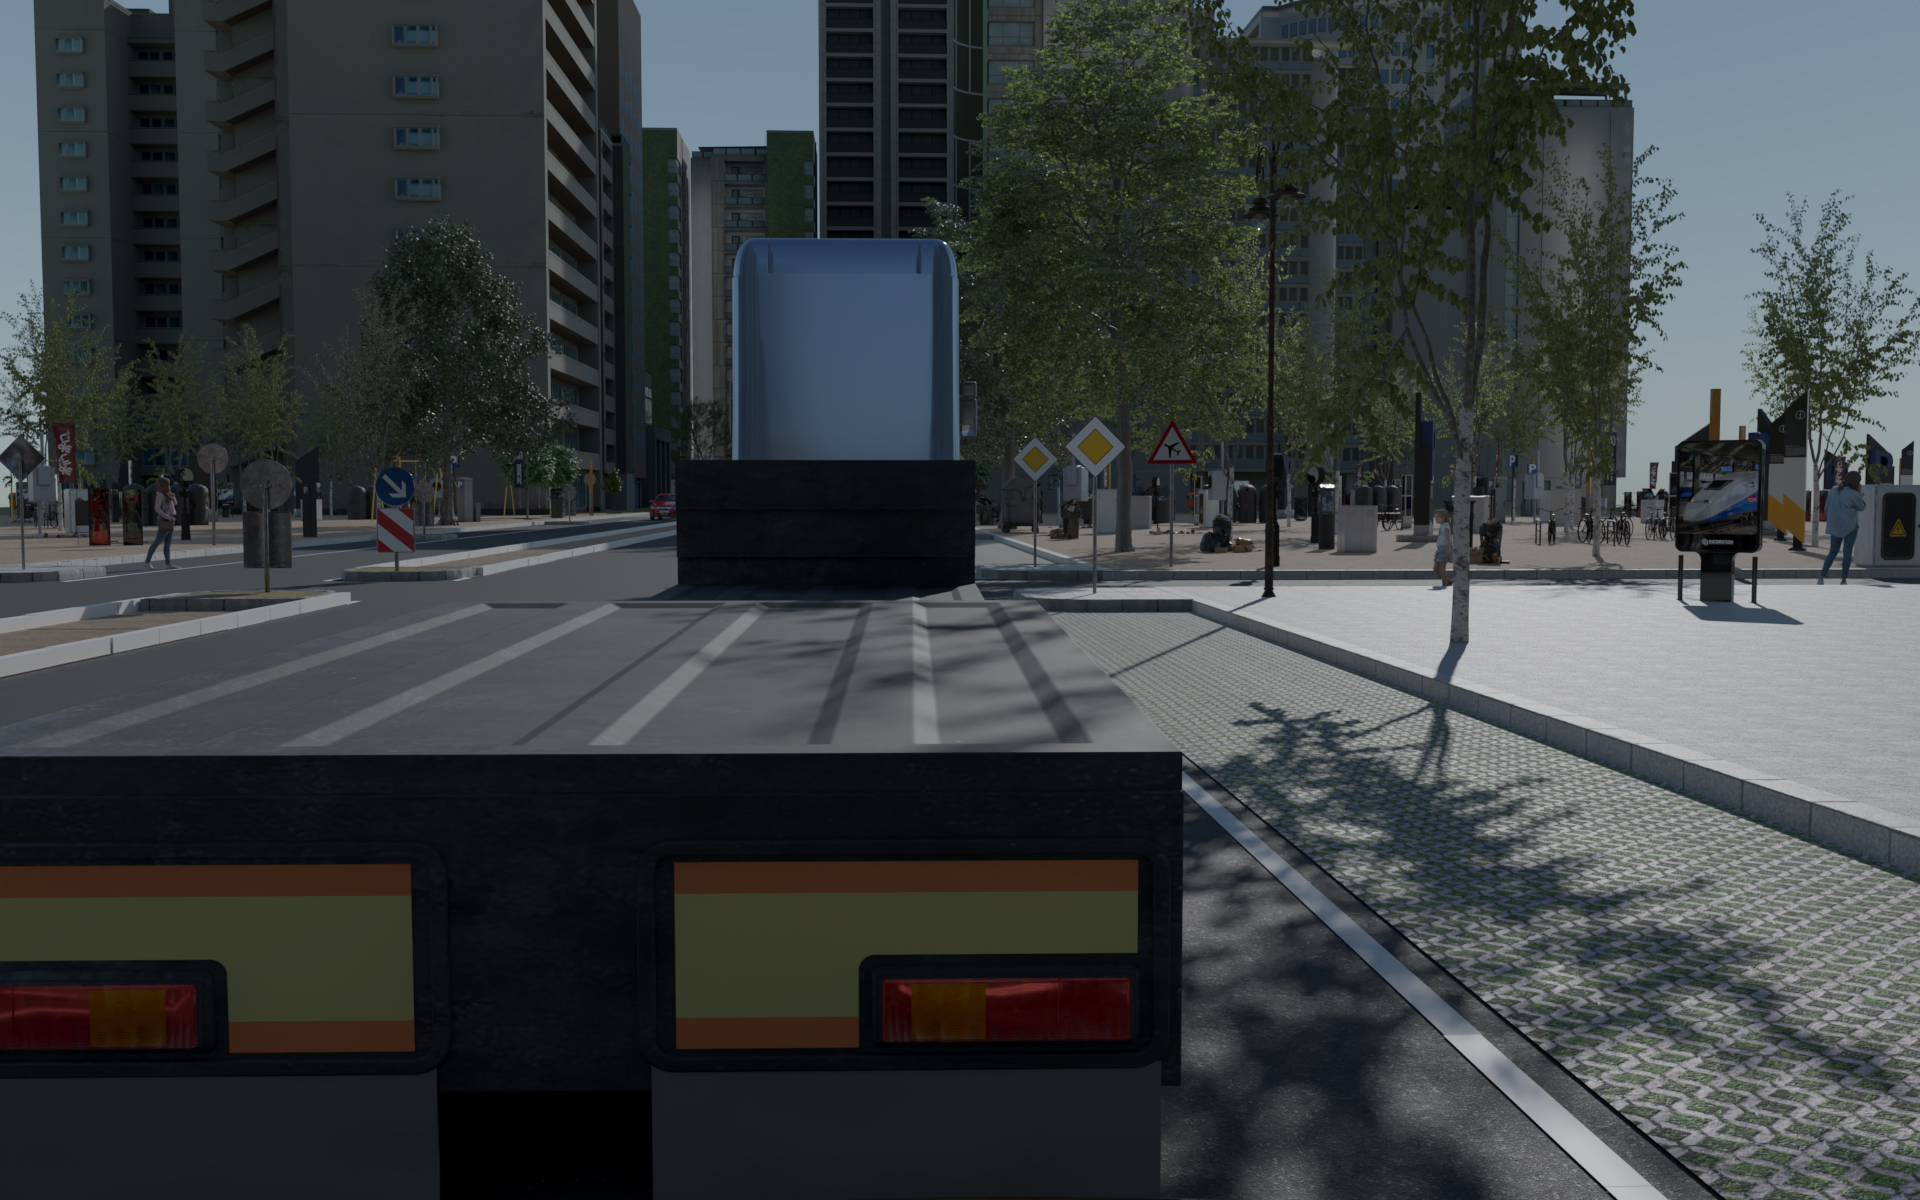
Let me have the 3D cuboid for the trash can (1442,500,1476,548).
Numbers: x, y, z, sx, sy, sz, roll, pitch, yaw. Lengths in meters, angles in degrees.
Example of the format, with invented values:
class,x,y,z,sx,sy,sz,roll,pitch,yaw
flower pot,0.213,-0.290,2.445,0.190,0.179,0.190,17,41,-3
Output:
class,x,y,z,sx,sy,sz,roll,pitch,yaw
trash can,11.128,-1.649,38.616,0.748,1.137,0.748,0,3,0

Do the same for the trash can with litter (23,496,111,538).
class,x,y,z,sx,sy,sz,roll,pitch,yaw
trash can with litter,-26.394,-2.465,51.357,2.233,1.210,1.678,-2,4,-34

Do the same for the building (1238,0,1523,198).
class,x,y,z,sx,sy,sz,roll,pitch,yaw
building,47.944,-40.464,203.584,28.212,58.520,21.231,0,4,-3

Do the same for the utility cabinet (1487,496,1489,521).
class,x,y,z,sx,sy,sz,roll,pitch,yaw
utility cabinet,20.033,-3.418,67.042,0.306,1.237,1.020,-2,4,-25

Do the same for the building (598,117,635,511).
class,x,y,z,sx,sy,sz,roll,pitch,yaw
building,-33.063,-22.079,132.695,14.160,30.474,14.107,0,4,-3

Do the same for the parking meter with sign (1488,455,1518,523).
class,x,y,z,sx,sy,sz,roll,pitch,yaw
parking meter with sign,23.624,-4.893,76.254,1.738,3.016,0.543,-1,4,-18

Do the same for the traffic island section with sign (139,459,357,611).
class,x,y,z,sx,sy,sz,roll,pitch,yaw
traffic island section with sign,-9.034,-0.850,22.036,2.006,1.907,1.989,0,4,-3

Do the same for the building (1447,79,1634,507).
class,x,y,z,sx,sy,sz,roll,pitch,yaw
building,57.853,-30.035,174.660,14.086,41.232,14.154,0,4,-3

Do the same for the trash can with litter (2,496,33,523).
class,x,y,z,sx,sy,sz,roll,pitch,yaw
trash can with litter,-41.748,-4.013,76.663,1.678,1.210,2.233,-1,4,-14

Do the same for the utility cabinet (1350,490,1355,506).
class,x,y,z,sx,sy,sz,roll,pitch,yaw
utility cabinet,23.133,-5.612,100.428,1.173,1.500,0.318,-3,4,-37

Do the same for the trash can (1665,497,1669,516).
class,x,y,z,sx,sy,sz,roll,pitch,yaw
trash can,41.397,-5.454,100.820,0.748,1.137,0.748,0,3,0

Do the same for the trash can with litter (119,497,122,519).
class,x,y,z,sx,sy,sz,roll,pitch,yaw
trash can with litter,-42.770,-4.655,87.162,1.678,1.210,2.233,0,4,4

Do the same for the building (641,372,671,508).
class,x,y,z,sx,sy,sz,roll,pitch,yaw
building,-44.389,-51.976,162.472,31.000,86.520,22.319,0,4,-3

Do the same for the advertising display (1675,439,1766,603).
class,x,y,z,sx,sy,sz,roll,pitch,yaw
advertising display,9.045,-0.944,20.644,0.974,1.923,0.123,3,5,41

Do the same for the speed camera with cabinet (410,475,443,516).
class,x,y,z,sx,sy,sz,roll,pitch,yaw
speed camera with cabinet,-30.954,-6.462,99.993,2.038,3.252,0.660,-1,4,-20

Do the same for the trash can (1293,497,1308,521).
class,x,y,z,sx,sy,sz,roll,pitch,yaw
trash can,16.322,-4.361,82.960,0.748,1.137,0.748,0,3,0

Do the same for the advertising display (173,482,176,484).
class,x,y,z,sx,sy,sz,roll,pitch,yaw
advertising display,-40.286,-5.177,89.861,0.123,1.923,0.974,3,4,39

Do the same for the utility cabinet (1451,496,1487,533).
class,x,y,z,sx,sy,sz,roll,pitch,yaw
utility cabinet,16.794,-2.821,57.282,1.020,1.237,0.306,1,4,20

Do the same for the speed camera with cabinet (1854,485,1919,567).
class,x,y,z,sx,sy,sz,roll,pitch,yaw
speed camera with cabinet,16.961,-2.220,30.634,2.038,3.252,0.660,0,4,-8

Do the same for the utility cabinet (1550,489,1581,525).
class,x,y,z,sx,sy,sz,roll,pitch,yaw
utility cabinet,24.541,-3.764,70.214,1.173,1.500,0.318,1,4,15

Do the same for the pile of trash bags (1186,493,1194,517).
class,x,y,z,sx,sy,sz,roll,pitch,yaw
pile of trash bags,14.564,-5.489,99.497,3.447,1.369,1.912,-1,4,-19

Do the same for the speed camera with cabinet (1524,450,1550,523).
class,x,y,z,sx,sy,sz,roll,pitch,yaw
speed camera with cabinet,26.404,-5.134,78.271,2.038,3.252,0.660,-2,4,-32

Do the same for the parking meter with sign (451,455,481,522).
class,x,y,z,sx,sy,sz,roll,pitch,yaw
parking meter with sign,-22.471,-5.040,78.659,0.543,3.016,1.738,1,4,20

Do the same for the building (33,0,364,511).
class,x,y,z,sx,sy,sz,roll,pitch,yaw
building,-71.042,-33.013,163.461,21.600,48.544,21.300,0,4,-3

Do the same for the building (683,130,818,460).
class,x,y,z,sx,sy,sz,roll,pitch,yaw
building,-23.246,-31.442,197.669,14.086,41.232,14.154,0,4,-3

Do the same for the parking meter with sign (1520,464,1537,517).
class,x,y,z,sx,sy,sz,roll,pitch,yaw
parking meter with sign,32.688,-6.327,99.705,0.543,3.016,1.738,0,4,3

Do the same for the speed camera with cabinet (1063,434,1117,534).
class,x,y,z,sx,sy,sz,roll,pitch,yaw
speed camera with cabinet,4.397,-3.800,56.464,2.038,3.252,0.660,2,4,29

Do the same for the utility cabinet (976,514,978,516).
class,x,y,z,sx,sy,sz,roll,pitch,yaw
utility cabinet,0.705,-5.472,98.152,0.318,1.500,1.173,-1,4,-17

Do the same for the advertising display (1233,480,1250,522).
class,x,y,z,sx,sy,sz,roll,pitch,yaw
advertising display,13.110,-4.629,80.904,0.974,1.923,0.123,-2,4,-30

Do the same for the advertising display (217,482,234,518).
class,x,y,z,sx,sy,sz,roll,pitch,yaw
advertising display,-40.190,-5.474,94.719,0.123,1.923,0.974,3,4,38

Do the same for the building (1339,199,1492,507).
class,x,y,z,sx,sy,sz,roll,pitch,yaw
building,43.803,-24.560,173.251,14.107,30.474,14.160,0,4,-3

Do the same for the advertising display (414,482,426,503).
class,x,y,z,sx,sy,sz,roll,pitch,yaw
advertising display,-28.647,-5.303,91.923,0.974,1.923,0.123,3,5,41

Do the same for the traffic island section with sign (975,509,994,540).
class,x,y,z,sx,sy,sz,roll,pitch,yaw
traffic island section with sign,0.033,-2.831,54.907,1.989,1.847,2.006,0,4,-3

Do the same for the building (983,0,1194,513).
class,x,y,z,sx,sy,sz,roll,pitch,yaw
building,8.518,-26.895,123.333,14.154,41.232,14.086,0,4,-3

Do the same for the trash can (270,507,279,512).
class,x,y,z,sx,sy,sz,roll,pitch,yaw
trash can,-31.697,-4.171,79.844,0.748,1.137,0.748,0,3,0

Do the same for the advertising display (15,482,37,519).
class,x,y,z,sx,sy,sz,roll,pitch,yaw
advertising display,-48.755,-5.212,90.437,0.123,1.923,0.974,3,5,41

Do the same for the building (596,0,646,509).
class,x,y,z,sx,sy,sz,roll,pitch,yaw
building,-34.636,-30.357,146.455,14.600,45.320,14.200,0,4,-3

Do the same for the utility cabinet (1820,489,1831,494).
class,x,y,z,sx,sy,sz,roll,pitch,yaw
utility cabinet,42.146,-4.596,83.817,1.173,1.500,0.318,-1,4,-23

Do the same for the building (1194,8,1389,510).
class,x,y,z,sx,sy,sz,roll,pitch,yaw
building,16.011,-27.579,142.791,32.217,40.220,23.993,0,4,-3

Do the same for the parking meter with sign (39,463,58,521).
class,x,y,z,sx,sy,sz,roll,pitch,yaw
parking meter with sign,-44.265,-5.370,84.062,1.738,3.016,0.543,2,4,32

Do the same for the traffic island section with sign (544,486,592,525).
class,x,y,z,sx,sy,sz,roll,pitch,yaw
traffic island section with sign,-18.372,-4.449,81.377,1.989,1.847,2.006,0,4,-3

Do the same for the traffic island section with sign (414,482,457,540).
class,x,y,z,sx,sy,sz,roll,pitch,yaw
traffic island section with sign,-16.936,-2.803,54.460,1.989,1.847,2.006,0,4,-3

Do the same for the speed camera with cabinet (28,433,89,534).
class,x,y,z,sx,sy,sz,roll,pitch,yaw
speed camera with cabinet,-29.298,-3.812,56.667,2.038,3.252,0.660,-3,5,-43

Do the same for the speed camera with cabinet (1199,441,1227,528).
class,x,y,z,sx,sy,sz,roll,pitch,yaw
speed camera with cabinet,9.593,-4.373,65.833,0.660,3.252,2.038,0,4,-6

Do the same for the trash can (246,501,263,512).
class,x,y,z,sx,sy,sz,roll,pitch,yaw
trash can,-32.045,-4.092,78.552,0.748,1.137,0.748,0,3,0

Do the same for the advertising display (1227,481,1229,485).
class,x,y,z,sx,sy,sz,roll,pitch,yaw
advertising display,13.826,-5.073,88.164,0.123,1.923,0.974,-2,4,-27

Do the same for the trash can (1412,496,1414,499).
class,x,y,z,sx,sy,sz,roll,pitch,yaw
trash can,27.529,-5.695,104.763,0.748,1.137,0.748,0,3,0

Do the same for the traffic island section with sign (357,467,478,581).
class,x,y,z,sx,sy,sz,roll,pitch,yaw
traffic island section with sign,-9.418,-1.303,29.433,2.006,1.907,1.989,0,4,-3

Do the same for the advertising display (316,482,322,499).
class,x,y,z,sx,sy,sz,roll,pitch,yaw
advertising display,-34.728,-5.383,93.226,0.123,1.923,0.974,1,4,17

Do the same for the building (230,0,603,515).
class,x,y,z,sx,sy,sz,roll,pitch,yaw
building,-36.104,-29.965,113.636,21.300,48.544,21.600,0,4,-3

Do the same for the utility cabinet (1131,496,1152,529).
class,x,y,z,sx,sy,sz,roll,pitch,yaw
utility cabinet,6.550,-3.223,63.861,1.020,1.237,0.306,2,4,30

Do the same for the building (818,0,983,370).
class,x,y,z,sx,sy,sz,roll,pitch,yaw
building,-5.741,-46.617,200.433,20.611,71.187,20.563,0,4,-3

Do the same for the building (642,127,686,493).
class,x,y,z,sx,sy,sz,roll,pitch,yaw
building,-37.978,-31.351,196.188,14.086,41.232,14.154,0,4,-3

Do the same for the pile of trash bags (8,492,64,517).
class,x,y,z,sx,sy,sz,roll,pitch,yaw
pile of trash bags,-51.290,-5.257,95.700,3.447,1.369,1.912,1,4,22

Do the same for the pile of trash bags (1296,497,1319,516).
class,x,y,z,sx,sy,sz,roll,pitch,yaw
pile of trash bags,19.742,-5.634,101.868,3.447,1.369,1.912,-2,4,-33
